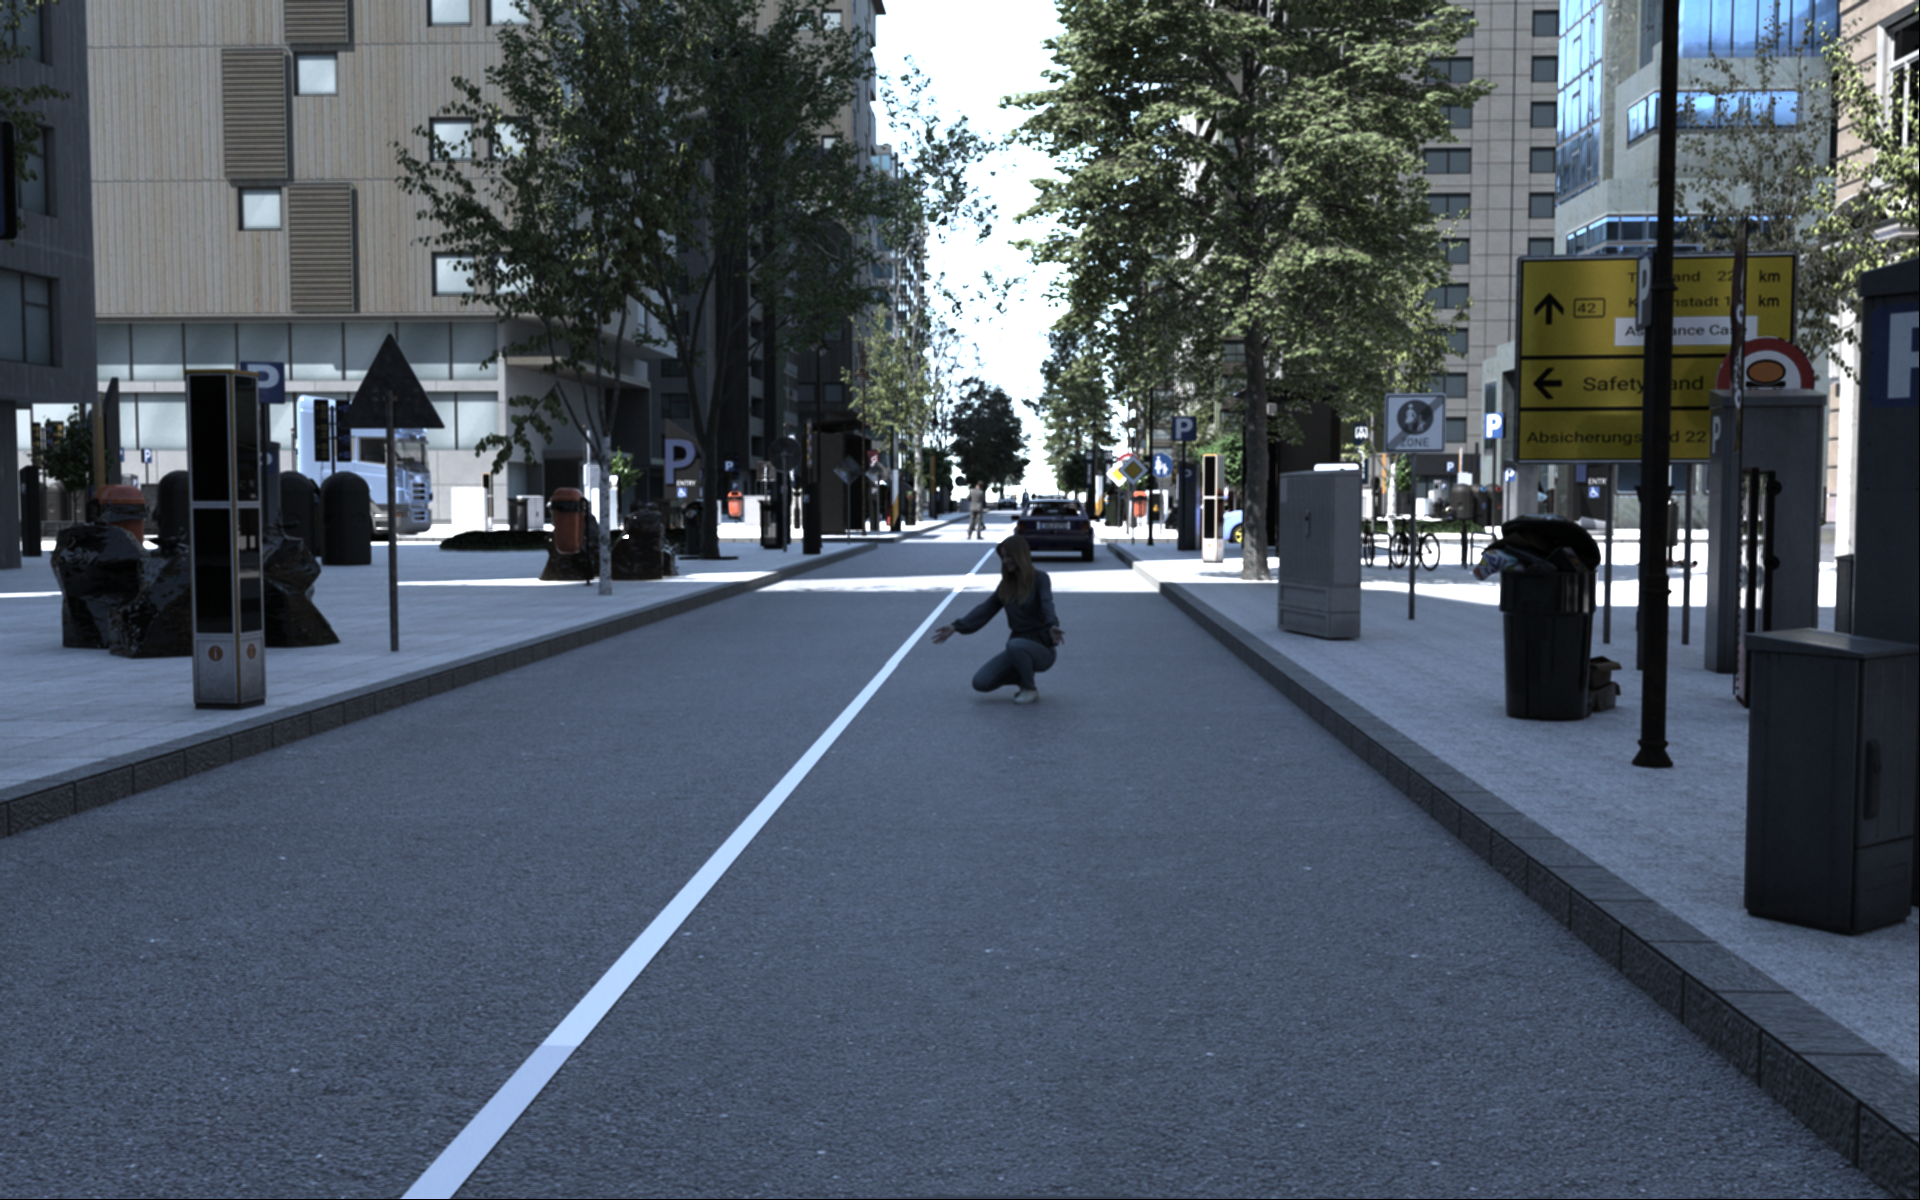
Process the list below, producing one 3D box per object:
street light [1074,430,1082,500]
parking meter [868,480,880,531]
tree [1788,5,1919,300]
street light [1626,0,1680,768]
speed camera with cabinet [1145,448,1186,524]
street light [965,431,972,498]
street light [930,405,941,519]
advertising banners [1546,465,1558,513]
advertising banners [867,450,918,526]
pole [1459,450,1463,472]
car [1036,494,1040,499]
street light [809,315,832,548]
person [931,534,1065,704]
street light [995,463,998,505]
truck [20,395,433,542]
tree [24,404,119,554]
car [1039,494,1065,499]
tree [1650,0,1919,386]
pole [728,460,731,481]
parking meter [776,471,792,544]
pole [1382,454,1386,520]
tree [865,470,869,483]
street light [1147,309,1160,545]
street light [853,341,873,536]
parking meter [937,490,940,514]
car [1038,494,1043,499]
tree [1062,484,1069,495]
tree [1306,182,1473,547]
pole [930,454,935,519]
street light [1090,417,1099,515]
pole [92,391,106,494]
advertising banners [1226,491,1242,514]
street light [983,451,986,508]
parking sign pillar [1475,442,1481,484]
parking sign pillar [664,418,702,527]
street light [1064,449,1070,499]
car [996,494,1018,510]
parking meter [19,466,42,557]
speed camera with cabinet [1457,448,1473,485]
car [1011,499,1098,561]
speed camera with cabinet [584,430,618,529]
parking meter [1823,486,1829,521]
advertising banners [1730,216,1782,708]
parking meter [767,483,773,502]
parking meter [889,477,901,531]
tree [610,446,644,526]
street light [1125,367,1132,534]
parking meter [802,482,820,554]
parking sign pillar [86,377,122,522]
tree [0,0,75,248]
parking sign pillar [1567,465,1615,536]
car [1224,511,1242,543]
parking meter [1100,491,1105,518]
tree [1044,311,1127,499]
[{"bbox_3d":[8.908,-9.712,131.584,0.468,5.910,1.993,0,4,3],"label":"street light"},{"bbox_3d":[-3.003,-3.357,60.591,0.399,1.863,0.255,0,4,-1],"label":"parking meter"},{"bbox_3d":[12.068,-4.262,20.047,4.737,8.622,4.395,0,3,0],"label":"tree"},{"bbox_3d":[3.277,-2.155,8.017,0.468,5.910,1.993,0,4,3],"label":"street light"},{"bbox_3d":[9.022,-4.920,74.771,2.038,3.252,0.660,0,4,4],"label":"speed camera with cabinet"},{"bbox_3d":[0.675,-9.551,128.939,0.468,5.910,1.993,0,4,3],"label":"street light"},{"bbox_3d":[-1.214,-7.028,87.694,0.468,5.910,1.993,0,4,3],"label":"street light"},{"bbox_3d":[17.581,-3.377,51.400,0.090,3.025,2.074,2,4,27],"label":"advertising banners"},{"bbox_3d":[-2.707,-4.479,69.414,2.074,3.025,0.090,-1,4,-12],"label":"advertising banners"},{"bbox_3d":[22.914,-5.228,79.313,0.158,3.312,0.155,0,3,0],"label":"pole"},{"bbox_3d":[12.633,-15.749,267.289,2.009,1.686,4.222,0,4,3],"label":"car"},{"bbox_3d":[-3.378,-4.196,41.394,0.468,5.910,1.993,0,4,3],"label":"street light"},{"bbox_3d":[0.413,0.128,11.913,0.738,1.151,1.012,-3,5,-44],"label":"person"},{"bbox_3d":[4.669,-14.656,212.407,0.468,5.910,1.993,0,4,3],"label":"street light"},{"bbox_3d":[-23.670,-3.580,48.286,18.799,4.110,2.967,0,4,1],"label":"truck"},{"bbox_3d":[-18.893,-2.607,37.219,1.663,3.219,1.824,0,3,0],"label":"tree"},{"bbox_3d":[4.815,-4.954,90.780,2.009,1.686,4.222,0,4,2],"label":"car"},{"bbox_3d":[12.748,-4.678,26.850,4.360,8.622,3.978,0,3,0],"label":"tree"},{"bbox_3d":[-13.789,-6.723,103.764,0.158,3.312,0.155,0,3,0],"label":"pole"},{"bbox_3d":[-4.487,-2.358,44.270,0.399,1.863,0.255,0,4,-7],"label":"parking meter"},{"bbox_3d":[21.334,-5.709,87.192,0.158,3.312,0.155,0,3,0],"label":"pole"},{"bbox_3d":[-6.721,-7.689,120.318,1.663,3.219,1.824,0,3,0],"label":"tree"},{"bbox_3d":[4.778,-4.310,43.254,0.468,5.910,1.993,0,4,3],"label":"street light"},{"bbox_3d":[-2.916,-4.873,52.466,0.468,5.910,1.993,0,4,3],"label":"street light"},{"bbox_3d":[-1.437,-6.146,108.900,0.372,1.533,0.369,0,3,0],"label":"parking meter"},{"bbox_3d":[7.906,-9.143,159.716,2.015,1.641,3.980,0,4,3],"label":"car"},{"bbox_3d":[13.216,-13.184,210.161,1.663,3.219,1.824,0,3,0],"label":"tree"},{"bbox_3d":[10.403,-5.590,41.761,4.737,8.622,4.395,0,3,0],"label":"tree"},{"bbox_3d":[-1.498,-6.044,92.659,0.158,3.312,0.155,0,3,0],"label":"pole"},{"bbox_3d":[7.011,-7.201,90.526,0.468,5.910,1.993,0,4,3],"label":"street light"},{"bbox_3d":[-17.137,-2.486,34.494,0.158,3.312,0.155,0,3,0],"label":"pole"},{"bbox_3d":[15.158,-6.145,96.652,0.090,3.025,2.074,-1,4,-22],"label":"advertising banners"},{"bbox_3d":[2.294,-11.712,164.271,0.468,5.910,1.993,0,4,3],"label":"street light"},{"bbox_3d":[27.288,-6.271,91.007,1.447,3.967,1.447,1,4,18],"label":"parking sign pillar"},{"bbox_3d":[-9.832,-4.465,61.477,1.447,3.967,1.447,0,4,6],"label":"parking sign pillar"},{"bbox_3d":[10.521,-11.867,166.816,0.468,5.910,1.993,0,4,3],"label":"street light"},{"bbox_3d":[4.297,-8.990,156.777,2.009,1.686,4.222,0,4,2],"label":"car"},{"bbox_3d":[-19.122,-1.829,35.619,0.399,1.863,0.255,3,4,37],"label":"parking meter"},{"bbox_3d":[21.321,-4.811,72.994,0.660,3.252,2.038,1,4,15],"label":"speed camera with cabinet"},{"bbox_3d":[2.088,-1.570,38.246,1.945,1.354,3.894,0,4,4],"label":"car"},{"bbox_3d":[-11.065,-3.607,53.313,0.660,3.252,2.038,-2,4,-25],"label":"speed camera with cabinet"},{"bbox_3d":[28.632,-2.974,57.032,0.372,1.533,0.369,0,3,0],"label":"parking meter"},{"bbox_3d":[4.783,-0.873,10.468,0.090,3.025,2.074,1,4,18],"label":"advertising banners"},{"bbox_3d":[-10.030,-5.201,90.746,0.399,1.863,0.255,-1,4,-12],"label":"parking meter"},{"bbox_3d":[-2.227,-3.286,59.429,0.399,1.863,0.255,0,4,8],"label":"parking meter"},{"bbox_3d":[-13.737,-4.578,69.452,1.663,3.219,1.824,0,3,0],"label":"tree"},{"bbox_3d":[5.373,-5.046,55.296,0.468,5.910,1.993,0,4,3],"label":"street light"},{"bbox_3d":[-3.173,-1.749,36.999,0.372,1.533,0.369,0,3,0],"label":"parking meter"},{"bbox_3d":[-19.475,-3.117,39.432,1.447,3.967,1.447,-1,4,-14],"label":"parking sign pillar"},{"bbox_3d":[-12.819,-4.307,20.786,4.737,8.622,4.395,0,3,0],"label":"tree"},{"bbox_3d":[19.377,-3.956,53.156,1.447,3.967,1.447,0,4,-4],"label":"parking sign pillar"},{"bbox_3d":[8.881,-2.356,48.118,3.694,1.707,1.945,0,4,2],"label":"car"},{"bbox_3d":[7.567,-5.157,92.729,0.372,1.533,0.369,0,3,0],"label":"parking meter"},{"bbox_3d":[12.569,-19.653,177.208,12.611,20.169,13.585,0,3,0],"label":"tree"}]
